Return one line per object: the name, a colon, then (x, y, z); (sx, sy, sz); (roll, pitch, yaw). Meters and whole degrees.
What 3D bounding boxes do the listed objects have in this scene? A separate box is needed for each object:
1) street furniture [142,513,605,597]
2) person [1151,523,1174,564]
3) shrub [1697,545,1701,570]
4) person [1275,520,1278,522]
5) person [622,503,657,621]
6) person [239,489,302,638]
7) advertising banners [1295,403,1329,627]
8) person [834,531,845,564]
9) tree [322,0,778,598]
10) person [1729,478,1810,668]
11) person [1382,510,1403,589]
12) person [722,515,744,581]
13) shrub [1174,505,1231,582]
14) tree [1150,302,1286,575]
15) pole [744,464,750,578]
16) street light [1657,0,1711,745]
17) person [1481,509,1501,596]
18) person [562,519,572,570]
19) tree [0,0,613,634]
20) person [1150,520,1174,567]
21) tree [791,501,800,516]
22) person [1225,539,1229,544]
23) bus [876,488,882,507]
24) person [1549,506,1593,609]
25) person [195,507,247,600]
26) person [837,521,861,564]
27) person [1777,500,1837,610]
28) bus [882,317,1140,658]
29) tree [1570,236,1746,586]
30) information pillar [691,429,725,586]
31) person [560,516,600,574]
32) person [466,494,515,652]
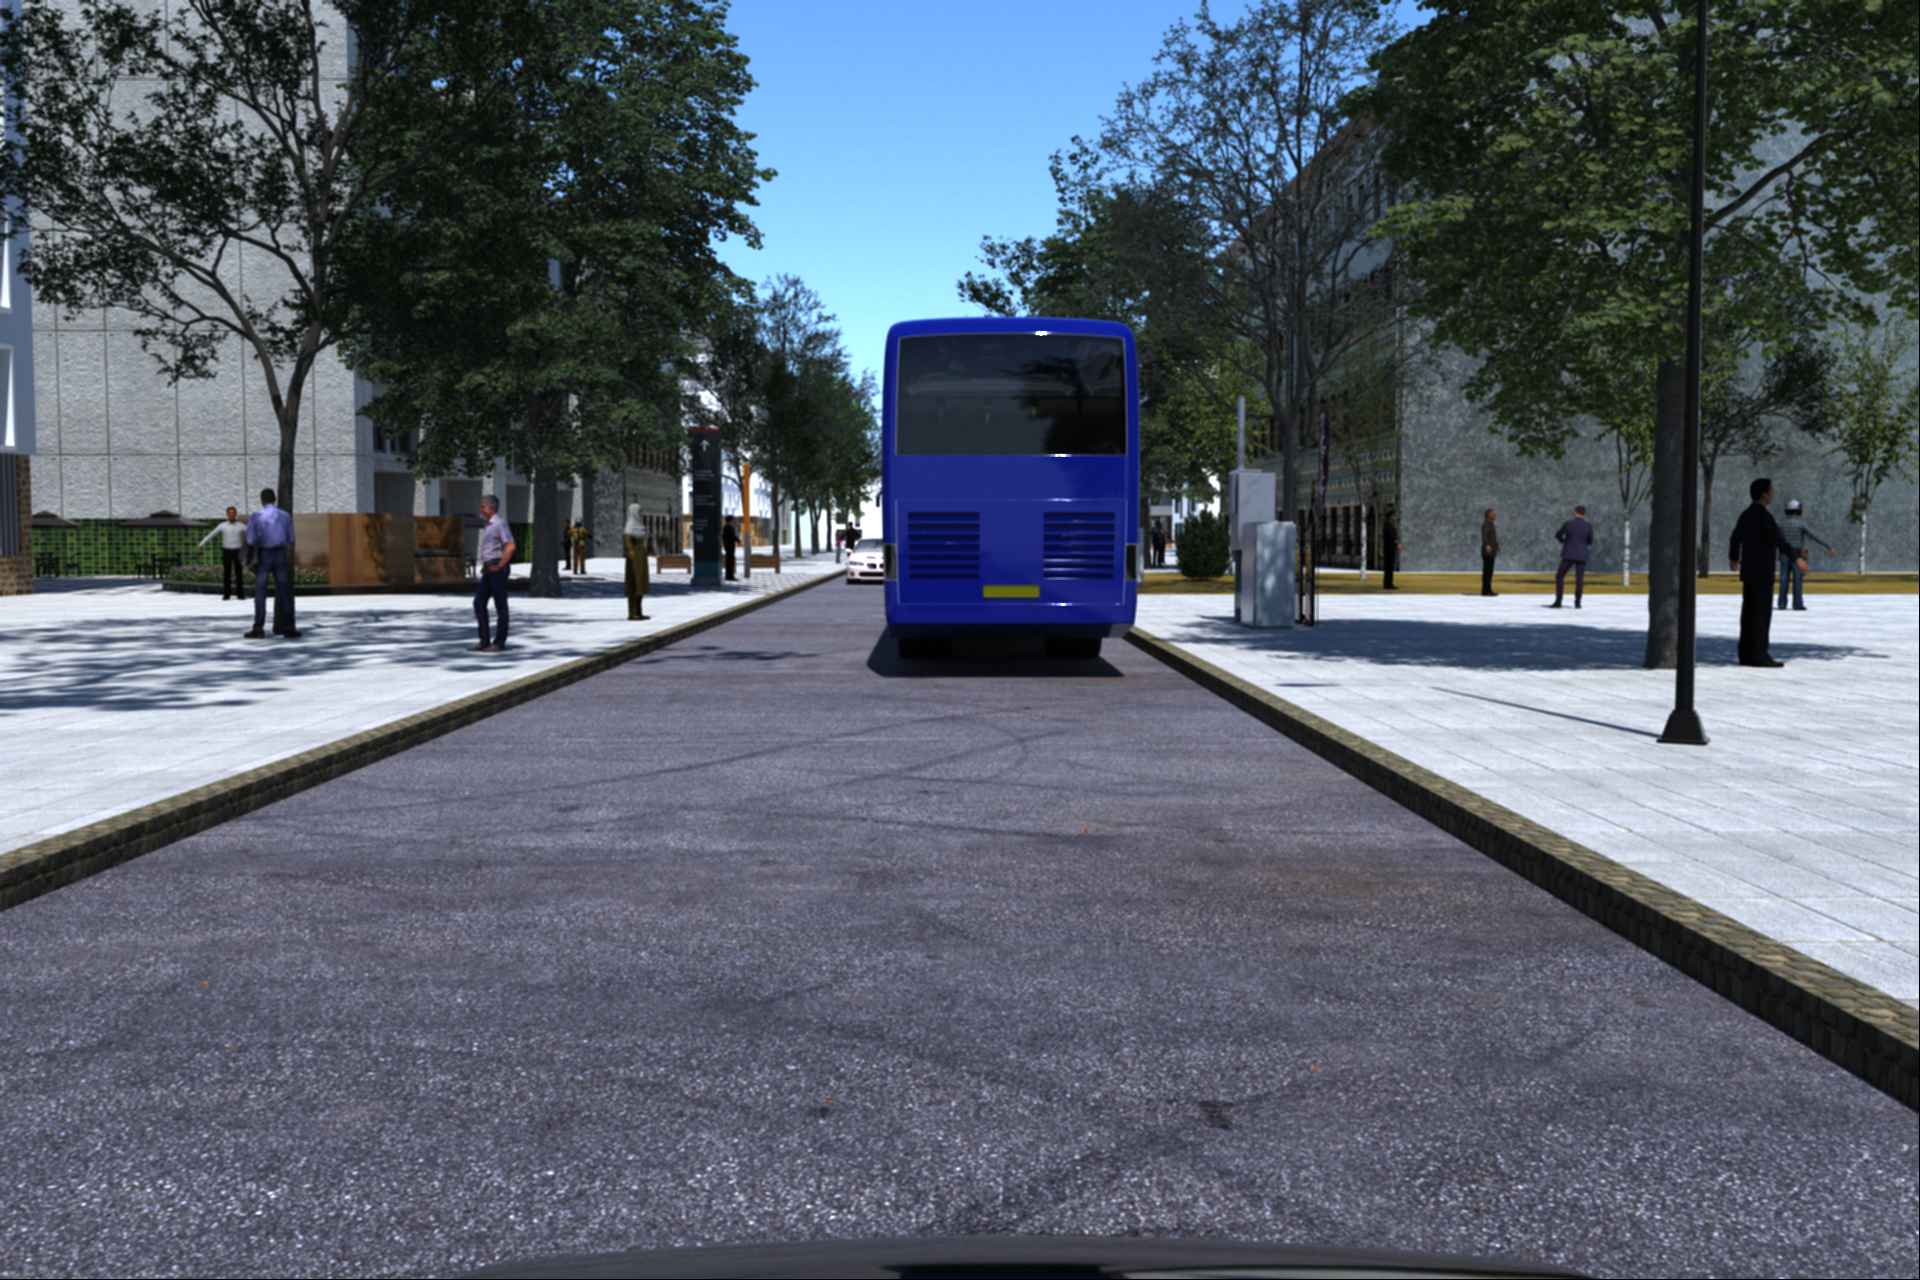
street furniture: (-14.956, -2.027, 40.002); (11.010, 1.723, 9.812); (-3, 5, -43)
person: (8.641, -4.111, 73.933); (1.216, 1.740, 0.721); (-2, 4, -30)
shrub: (22.614, -2.623, 54.002); (1.383, 1.207, 1.383); (0, 3, 0)
person: (5.021, -1.362, 28.354); (0.704, 1.819, 1.344); (3, 5, 41)
person: (-4.749, -1.165, 25.823); (0.721, 1.736, 1.217); (0, 4, 6)
person: (-8.563, -0.951, 21.459); (0.709, 1.838, 0.599); (-2, 4, -34)
advertising banners: (4.903, -1.716, 24.239); (0.090, 3.025, 2.074); (0, 4, -1)
person: (-5.245, -4.050, 75.477); (0.599, 1.433, 0.991); (1, 4, 20)
tree: (-8.516, -7.838, 34.809); (9.857, 13.997, 8.962); (0, 3, 0)
person: (7.768, -0.657, 16.789); (0.704, 1.823, 1.345); (0, 4, -4)
person: (10.011, -2.097, 40.227); (0.705, 1.837, 1.347); (0, 4, 1)
person: (-6.310, -2.540, 47.709); (0.705, 1.806, 1.347); (-2, 4, -29)
shrub: (6.596, -2.625, 46.965); (1.661, 2.075, 1.752); (0, 3, 0)
tree: (8.214, -6.309, 53.521); (4.737, 8.622, 4.395); (0, 3, 0)
pole: (-6.189, -3.453, 50.294); (0.158, 3.312, 0.155); (0, 3, 0)
street light: (5.010, -2.322, 10.513); (1.470, 5.913, 1.316); (0, 4, -1)
person: (10.991, -1.817, 35.891); (0.705, 1.807, 1.348); (2, 4, 26)
person: (-14.033, -3.400, 61.807); (0.704, 1.802, 1.346); (0, 4, -3)
tree: (-8.652, -5.335, 21.634); (8.767, 10.594, 7.601); (-1, 4, -12)
person: (7.704, -3.769, 67.475); (1.347, 1.847, 0.705); (2, 4, 34)
tree: (-23.669, -17.367, 234.319); (4.737, 8.622, 4.395); (0, 3, 0)
person: (9.907, -3.333, 60.758); (1.348, 1.796, 0.705); (2, 4, 31)
bus: (-1.479, -4.501, 65.139); (2.896, 3.916, 12.251); (0, 4, -1)
person: (10.572, -1.436, 29.974); (0.683, 1.767, 0.568); (0, 4, 5)
person: (-14.193, -1.691, 33.800); (1.344, 1.810, 0.704); (-2, 4, -24)
person: (-4.625, -4.091, 73.027); (0.704, 1.812, 1.346); (3, 5, 44)
person: (14.067, -1.432, 29.255); (1.345, 1.849, 0.704); (3, 5, 45)
bus: (0.419, -1.918, 22.913); (2.896, 3.916, 12.251); (0, 4, -1)
tree: (16.550, -5.625, 42.330); (4.737, 8.622, 4.395); (0, 3, 0)
information pillar: (-6.256, -3.273, 42.891); (0.750, 3.857, 0.750); (0, 4, 0)
person: (-12.174, -3.035, 55.385); (1.354, 1.858, 0.705); (1, 4, 11)
person: (-5.111, -0.724, 18.826); (0.436, 1.711, 0.756); (-2, 4, -27)
